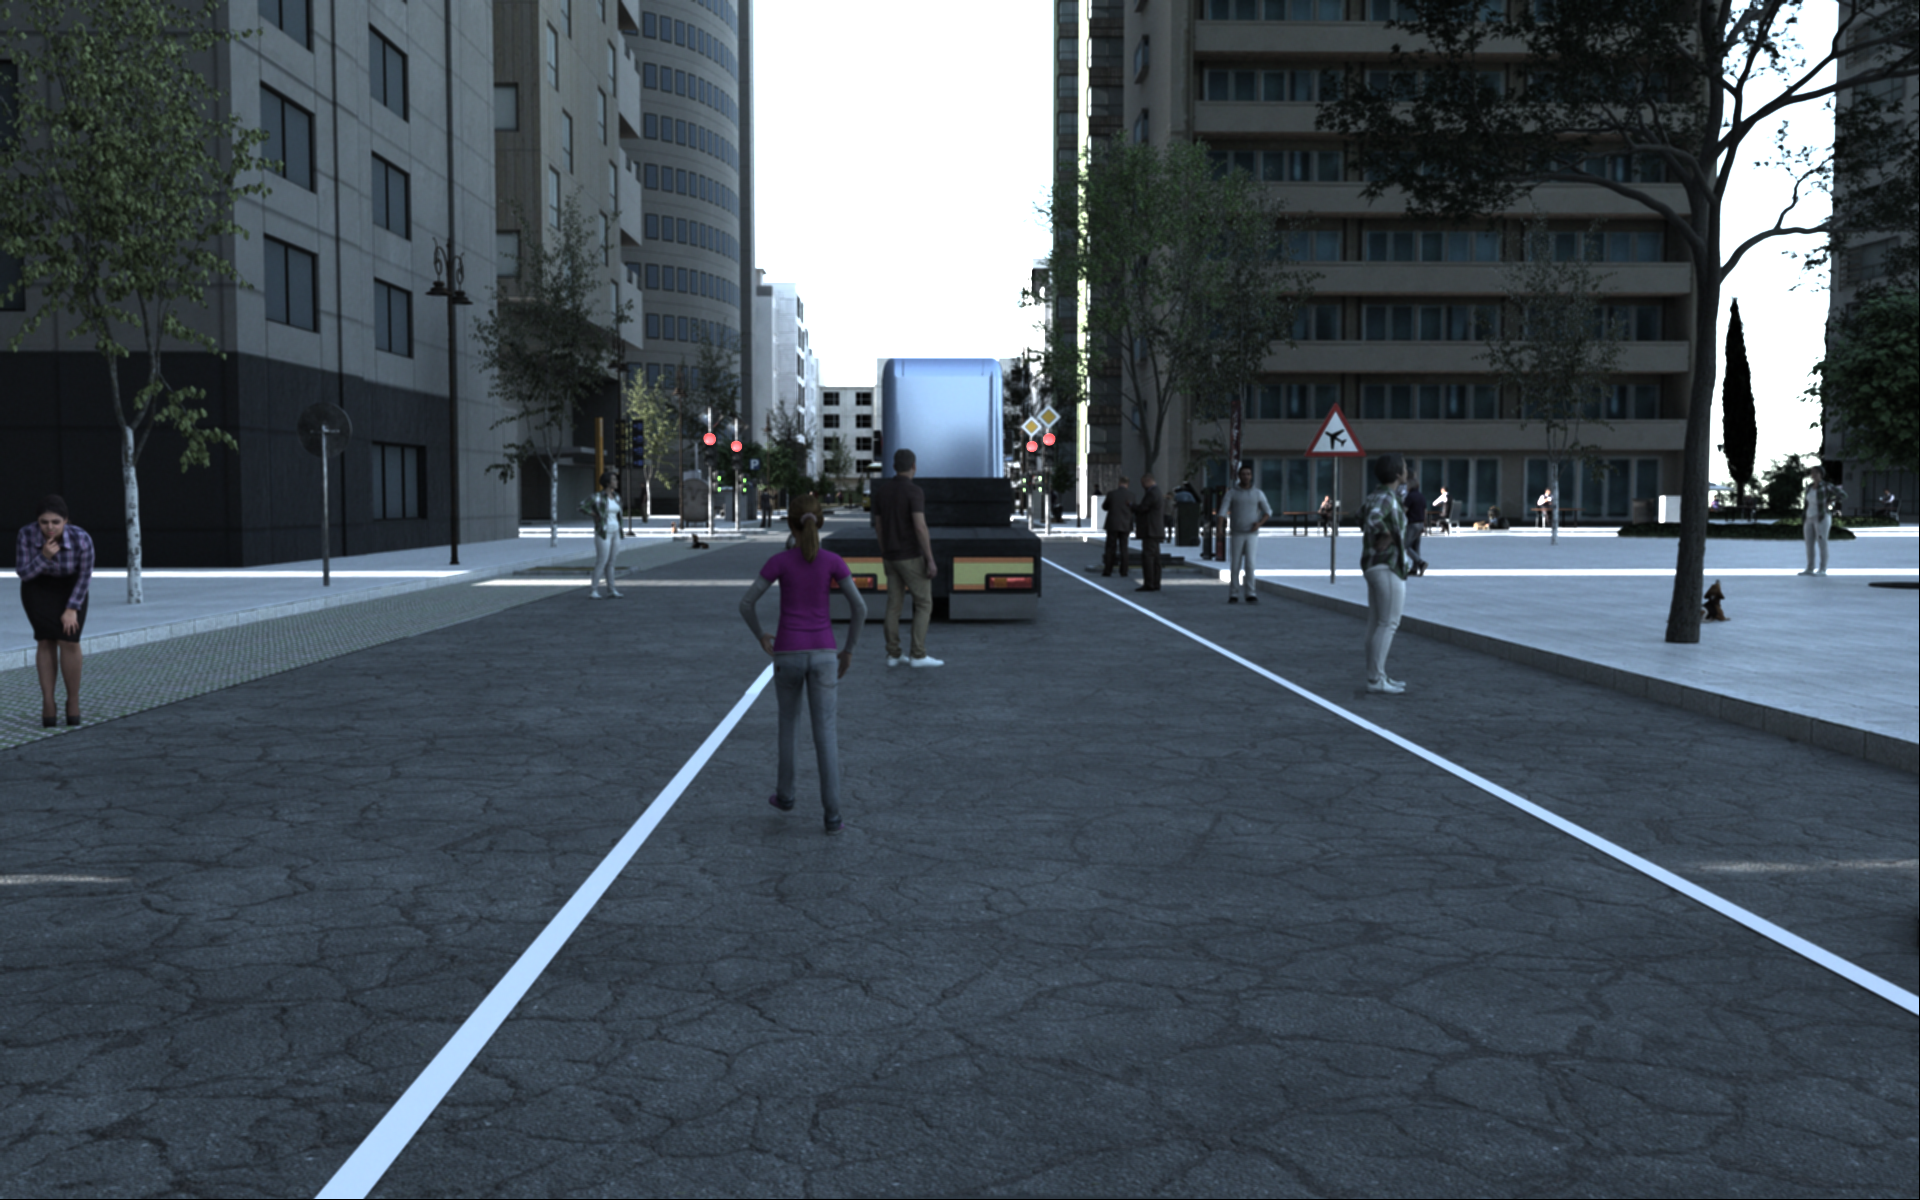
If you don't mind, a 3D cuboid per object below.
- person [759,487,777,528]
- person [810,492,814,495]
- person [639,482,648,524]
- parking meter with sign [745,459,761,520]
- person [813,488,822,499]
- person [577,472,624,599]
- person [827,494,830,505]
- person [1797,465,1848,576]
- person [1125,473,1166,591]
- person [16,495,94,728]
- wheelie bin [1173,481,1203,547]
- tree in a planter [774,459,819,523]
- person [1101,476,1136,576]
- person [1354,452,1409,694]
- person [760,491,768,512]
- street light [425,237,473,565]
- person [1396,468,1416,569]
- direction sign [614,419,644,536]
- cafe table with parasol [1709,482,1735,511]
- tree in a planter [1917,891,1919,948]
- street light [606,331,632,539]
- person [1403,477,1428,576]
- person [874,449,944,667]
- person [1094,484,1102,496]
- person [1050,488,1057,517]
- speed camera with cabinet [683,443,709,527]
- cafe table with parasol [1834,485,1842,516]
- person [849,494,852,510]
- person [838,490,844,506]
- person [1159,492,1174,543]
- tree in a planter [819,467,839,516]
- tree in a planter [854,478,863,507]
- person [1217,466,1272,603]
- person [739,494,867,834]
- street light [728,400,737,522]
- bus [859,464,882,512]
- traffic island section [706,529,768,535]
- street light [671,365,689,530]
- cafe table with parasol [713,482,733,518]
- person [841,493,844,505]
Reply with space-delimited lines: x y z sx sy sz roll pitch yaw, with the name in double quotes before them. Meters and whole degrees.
"person" -8.157 -3.942 73.761 0.742 1.727 0.445 -3 5 -41
"person" -8.115 -5.083 93.820 0.471 1.553 0.569 -2 4 -30
"person" -13.390 -4.099 73.196 0.434 1.807 0.598 0 4 -2
"parking meter with sign" -10.259 -5.417 84.829 0.543 3.016 1.738 1 4 9
"person" -13.077 -9.297 157.991 0.705 1.831 1.348 -3 5 -42
"person" -4.878 -0.895 23.859 0.376 1.734 0.841 3 4 36
"person" -15.662 -12.097 204.768 0.436 1.711 0.756 3 5 44
"person" 13.499 -1.252 27.233 0.376 1.734 0.841 -1 4 -12
"person" 2.759 -1.011 25.714 0.600 1.739 0.565 -1 4 -11
"person" -5.492 0.073 10.537 0.421 1.427 0.697 -2 4 -26
"wheelie bin" 5.570 -2.117 42.524 0.693 1.594 0.980 0 4 -3
"tree in a planter" -8.288 -5.493 87.040 1.991 3.239 1.994 0 4 -1
"person" 2.758 -1.288 30.251 0.565 1.739 0.600 -2 4 -28
"person" 3.082 -0.209 12.648 0.376 1.734 0.841 1 4 10
"person" -14.227 -7.323 125.906 0.598 1.807 0.434 -1 4 -16
"street light" -9.227 -3.587 31.438 0.468 5.910 1.993 0 4 -1
"person" 7.643 -1.404 29.718 0.376 1.734 0.841 1 4 8
"direction sign" -10.050 -3.710 52.663 0.876 3.537 0.379 -1 4 -19
"cafe table with parasol" 39.516 -5.303 91.562 2.610 1.966 2.610 2 4 31
"tree in a planter" 4.027 -0.476 5.008 1.991 3.239 1.994 0 4 -1
"street light" -9.666 -4.675 49.216 0.468 5.910 1.993 0 4 -1
"person" 7.063 -1.147 27.009 0.569 1.553 0.471 0 4 -8
"person" -0.426 -0.356 14.456 0.434 1.807 0.598 -3 4 -36
"person" 6.357 -4.534 80.884 0.504 1.737 0.576 1 4 23
"person" 4.274 -4.516 82.093 0.569 1.553 0.471 3 4 37
"speed camera with cabinet" -10.310 -4.491 67.771 0.660 3.252 2.038 0 4 6
"cafe table with parasol" 47.093 -5.295 91.434 2.610 1.966 2.610 1 4 19
"person" -9.989 -8.971 158.430 0.557 1.426 1.065 -1 4 -10
"person" -13.471 -11.461 194.107 1.217 1.739 0.721 3 4 39
"person" 5.391 -2.164 45.335 0.435 1.345 0.340 -3 5 -43
"tree in a planter" -8.969 -7.143 114.014 1.991 3.239 1.994 0 4 -1
"tree in a planter" -10.901 -11.831 190.661 1.991 3.239 1.994 0 4 -1
"person" 3.698 -0.860 22.708 0.875 1.805 0.789 0 4 2
"person" -0.695 0.262 7.457 0.726 1.434 0.776 -1 4 -14
"street light" -10.424 -6.539 79.707 0.468 5.910 1.993 0 4 -1
"bus" -6.743 -9.384 144.982 2.896 3.916 12.252 0 4 -1
"traffic island section" -7.972 -2.432 62.039 2.009 0.180 2.903 0 4 -1
"street light" -10.043 -5.479 62.366 0.468 5.910 1.993 0 4 -1
"cafe table with parasol" -13.405 -5.490 94.622 2.610 1.966 2.610 0 4 -3
"person" -13.323 -11.426 196.116 0.557 1.426 1.065 -1 4 -10
